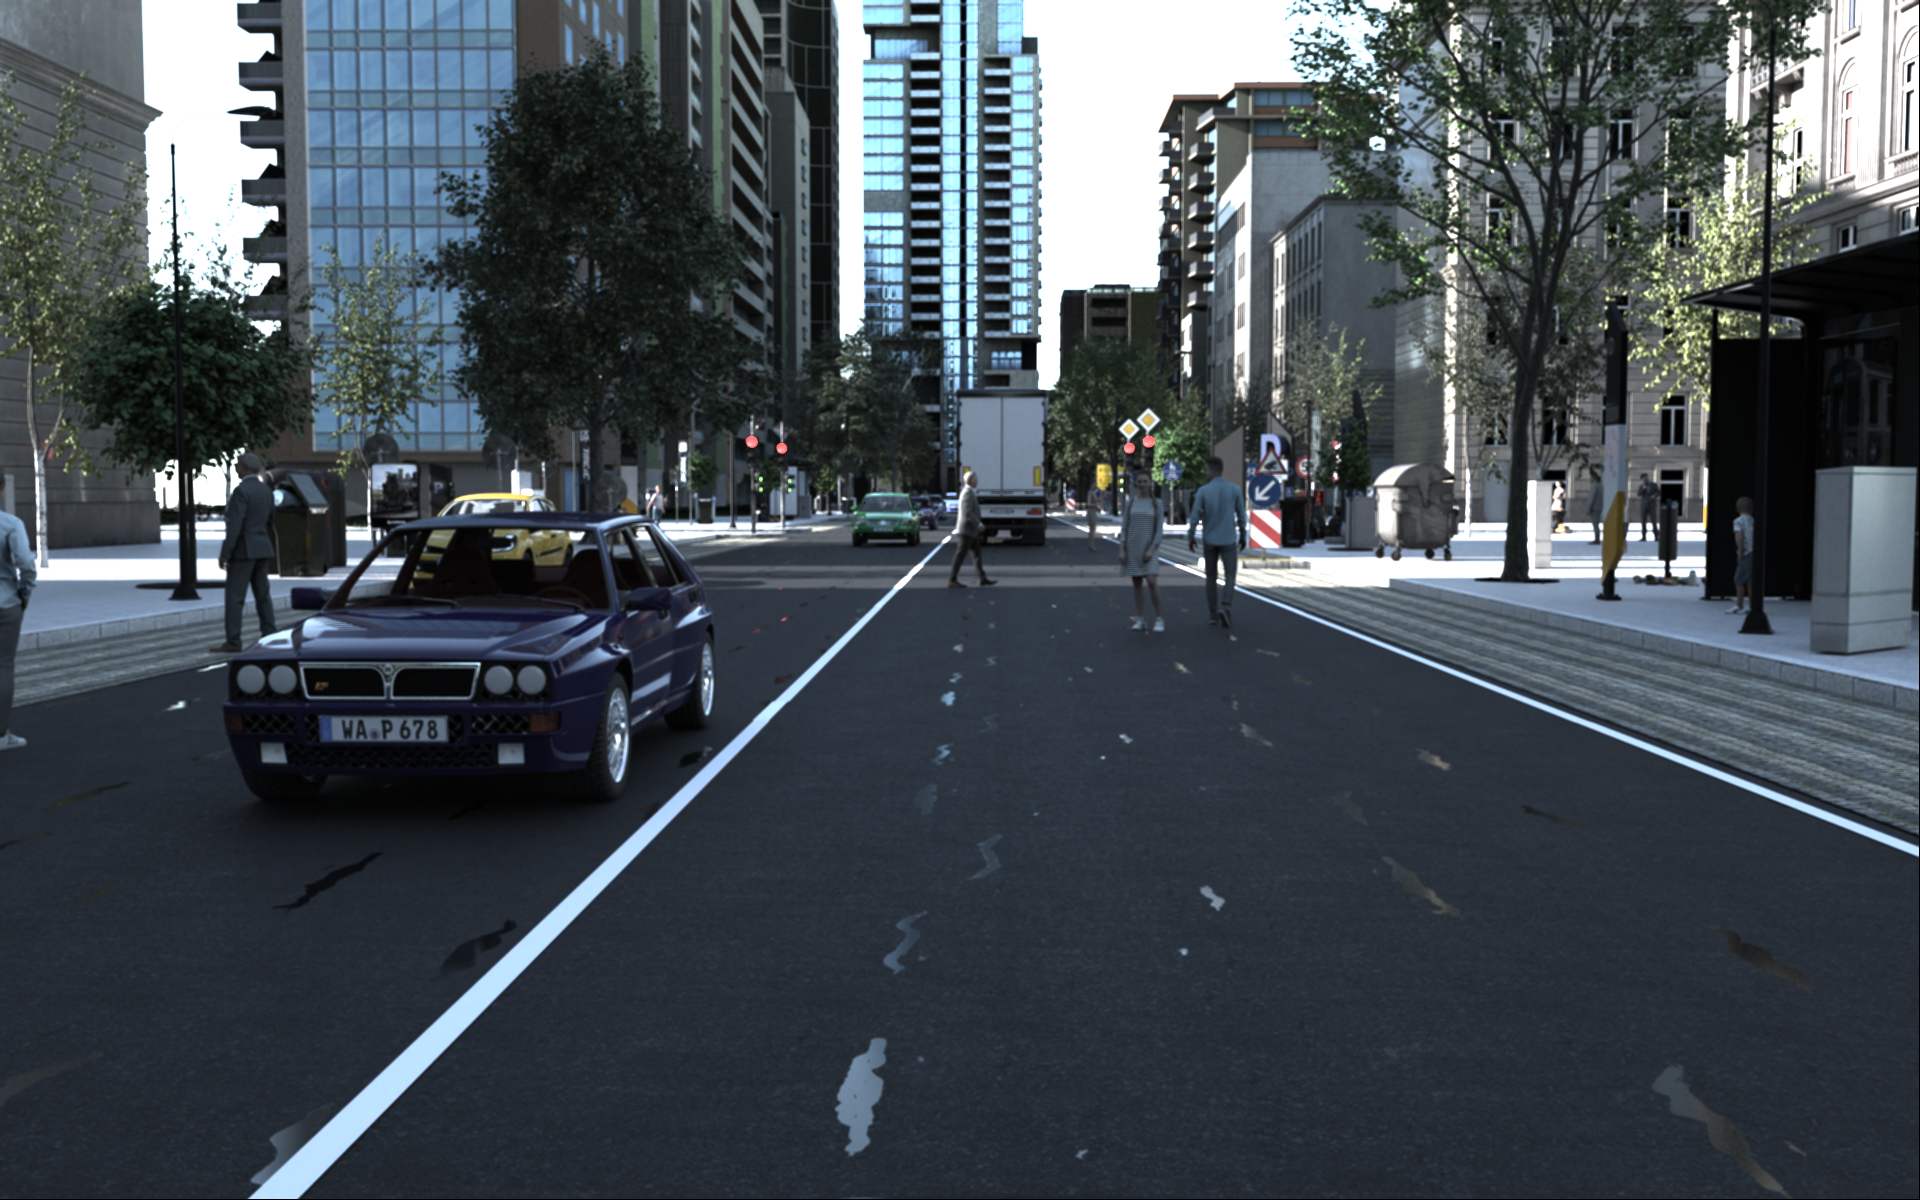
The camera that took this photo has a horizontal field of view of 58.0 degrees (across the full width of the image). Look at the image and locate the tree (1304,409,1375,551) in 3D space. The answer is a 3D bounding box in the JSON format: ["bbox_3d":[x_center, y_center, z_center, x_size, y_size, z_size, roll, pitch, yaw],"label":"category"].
[{"bbox_3d":[8.943,-2.739,39.391,1.663,3.219,1.824,0,3,0],"label":"tree"}]

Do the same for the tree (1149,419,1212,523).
[{"bbox_3d":[9.701,-5.646,76.031,4.285,4.588,4.351,0,3,0],"label":"tree"}]

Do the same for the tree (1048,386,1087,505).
[{"bbox_3d":[12.211,-18.203,204.279,9.857,13.997,8.962,0,3,0],"label":"tree"}]

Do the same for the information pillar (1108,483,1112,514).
[{"bbox_3d":[9.899,-6.663,113.430,0.304,2.012,0.304,3,5,41],"label":"information pillar"}]

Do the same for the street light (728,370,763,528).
[{"bbox_3d":[-8.000,-5.648,64.884,1.470,5.913,1.316,0,4,1],"label":"street light"}]

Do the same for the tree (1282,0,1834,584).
[{"bbox_3d":[8.269,-6.062,24.872,9.928,11.665,9.643,0,3,0],"label":"tree"}]

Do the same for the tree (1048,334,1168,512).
[{"bbox_3d":[10.373,-12.718,124.949,9.611,12.733,9.660,0,3,0],"label":"tree"}]

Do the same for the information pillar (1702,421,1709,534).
[{"bbox_3d":[24.255,-3.942,55.814,0.504,3.616,0.183,0,4,8],"label":"information pillar"}]

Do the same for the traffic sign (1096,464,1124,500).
[{"bbox_3d":[10.296,-7.486,116.274,2.265,3.308,0.079,0,4,4],"label":"traffic sign"}]

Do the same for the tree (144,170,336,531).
[{"bbox_3d":[-16.978,-5.503,40.335,4.360,8.622,3.978,0,3,0],"label":"tree"}]

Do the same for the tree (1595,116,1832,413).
[{"bbox_3d":[14.537,-5.056,33.025,4.737,8.622,4.395,0,3,0],"label":"tree"}]

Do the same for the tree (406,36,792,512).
[{"bbox_3d":[-9.275,-7.768,44.017,9.611,12.733,9.660,0,3,0],"label":"tree"}]

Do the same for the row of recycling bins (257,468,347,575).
[{"bbox_3d":[-11.161,-1.355,29.259,1.069,1.692,3.534,0,4,-8],"label":"row of recycling bins"}]

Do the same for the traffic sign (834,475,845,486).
[{"bbox_3d":[-8.126,-7.132,116.345,0.795,2.593,0.064,0,4,8],"label":"traffic sign"}]

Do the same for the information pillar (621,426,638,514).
[{"bbox_3d":[-9.690,-3.638,50.829,0.504,3.616,0.183,-1,4,-10],"label":"information pillar"}]

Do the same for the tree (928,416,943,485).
[{"bbox_3d":[-6.907,-18.654,211.651,9.857,13.997,8.962,0,3,0],"label":"tree"}]

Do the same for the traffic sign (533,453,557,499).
[{"bbox_3d":[-12.514,-3.188,52.233,0.768,2.556,0.104,0,4,8],"label":"traffic sign"}]

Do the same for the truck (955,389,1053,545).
[{"bbox_3d":[1.391,-3.843,51.750,2.839,4.237,11.283,0,4,3],"label":"truck"}]

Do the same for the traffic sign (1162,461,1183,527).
[{"bbox_3d":[8.170,-4.071,66.662,0.768,2.556,0.104,0,4,4],"label":"traffic sign"}]

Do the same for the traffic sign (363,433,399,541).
[{"bbox_3d":[-12.147,-2.218,36.363,0.768,2.556,0.104,0,4,2],"label":"traffic sign"}]

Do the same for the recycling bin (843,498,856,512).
[{"bbox_3d":[-7.748,-6.659,121.433,0.722,1.027,0.722,-2,4,-30],"label":"recycling bin"}]

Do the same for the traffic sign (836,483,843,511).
[{"bbox_3d":[-9.494,-8.213,134.385,0.768,2.556,0.104,0,4,4],"label":"traffic sign"}]

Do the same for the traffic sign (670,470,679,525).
[{"bbox_3d":[-11.781,-4.280,72.104,0.606,2.300,0.079,0,4,2],"label":"traffic sign"}]

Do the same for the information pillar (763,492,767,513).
[{"bbox_3d":[-11.679,-6.113,104.447,0.304,2.012,0.304,-3,5,-39],"label":"information pillar"}]

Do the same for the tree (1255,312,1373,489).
[{"bbox_3d":[14.330,-7.293,69.604,4.360,8.622,3.978,0,3,0],"label":"tree"}]

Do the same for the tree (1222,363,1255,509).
[{"bbox_3d":[15.853,-8.699,92.590,4.360,8.622,3.978,0,3,0],"label":"tree"}]

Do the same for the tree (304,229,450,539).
[{"bbox_3d":[-16.629,-6.033,49.009,4.737,8.622,4.395,0,3,0],"label":"tree"}]

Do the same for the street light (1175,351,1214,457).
[{"bbox_3d":[7.657,-5.115,56.173,1.470,5.913,1.316,0,4,1],"label":"street light"}]

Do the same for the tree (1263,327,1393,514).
[{"bbox_3d":[16.953,-7.766,77.334,4.737,8.622,4.395,0,3,0],"label":"tree"}]

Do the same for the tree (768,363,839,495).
[{"bbox_3d":[-8.549,-8.938,96.495,4.360,8.622,3.978,0,3,0],"label":"tree"}]

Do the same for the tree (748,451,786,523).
[{"bbox_3d":[-8.522,-5.086,77.761,1.663,3.219,1.824,0,3,0],"label":"tree"}]

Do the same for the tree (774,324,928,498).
[{"bbox_3d":[-8.538,-13.555,128.277,9.857,13.997,8.962,0,3,0],"label":"tree"}]

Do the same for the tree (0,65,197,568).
[{"bbox_3d":[-15.694,-4.864,29.889,4.737,8.622,4.395,0,3,0],"label":"tree"}]

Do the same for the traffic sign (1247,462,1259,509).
[{"bbox_3d":[11.675,-4.241,69.442,0.768,2.556,0.104,0,4,2],"label":"traffic sign"}]

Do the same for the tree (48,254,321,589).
[{"bbox_3d":[-10.748,-2.460,23.943,4.285,4.588,4.351,0,3,0],"label":"tree"}]

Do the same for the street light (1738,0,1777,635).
[{"bbox_3d":[6.807,-2.647,15.818,1.470,5.913,1.316,0,4,1],"label":"street light"}]

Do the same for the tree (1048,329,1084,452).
[{"bbox_3d":[9.518,-11.084,106.986,9.928,11.665,9.643,0,3,0],"label":"tree"}]

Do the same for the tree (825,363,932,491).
[{"bbox_3d":[-7.742,-15.118,157.550,12.009,13.543,11.850,0,3,0],"label":"tree"}]

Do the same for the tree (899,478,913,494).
[{"bbox_3d":[-6.295,-12.657,201.549,1.663,3.219,1.824,0,3,0],"label":"tree"}]

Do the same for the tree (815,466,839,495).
[{"bbox_3d":[-8.815,-7.348,114.737,1.663,3.219,1.824,0,3,0],"label":"tree"}]

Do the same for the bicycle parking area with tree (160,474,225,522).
[{"bbox_3d":[-38.457,-5.812,82.035,9.016,4.147,8.231,0,4,8],"label":"bicycle parking area with tree"}]

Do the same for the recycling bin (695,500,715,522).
[{"bbox_3d":[-11.590,-4.048,78.742,0.722,1.027,0.722,-2,4,-31],"label":"recycling bin"}]

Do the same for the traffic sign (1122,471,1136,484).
[{"bbox_3d":[8.541,-5.333,87.300,0.768,2.556,0.104,1,4,10],"label":"traffic sign"}]

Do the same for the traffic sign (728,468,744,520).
[{"bbox_3d":[-10.928,-5.157,84.427,0.768,2.556,0.104,0,4,6],"label":"traffic sign"}]

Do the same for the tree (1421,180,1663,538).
[{"bbox_3d":[13.882,-5.529,40.761,4.360,8.622,3.978,0,3,0],"label":"tree"}]

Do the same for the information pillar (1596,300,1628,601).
[{"bbox_3d":[7.870,-1.802,20.825,0.183,3.616,0.504,0,4,1],"label":"information pillar"}]

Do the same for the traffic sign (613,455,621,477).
[{"bbox_3d":[-10.764,-3.389,55.512,0.768,2.556,0.104,0,4,8],"label":"traffic sign"}]

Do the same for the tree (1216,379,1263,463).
[{"bbox_3d":[17.853,-9.738,109.577,4.737,8.622,4.395,0,3,0],"label":"tree"}]

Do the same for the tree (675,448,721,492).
[{"bbox_3d":[-18.681,-8.549,123.482,4.285,4.588,4.351,0,3,0],"label":"tree"}]

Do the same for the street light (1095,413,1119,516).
[{"bbox_3d":[8.467,-7.774,99.640,1.470,5.913,1.316,0,4,1],"label":"street light"}]

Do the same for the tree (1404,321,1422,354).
[{"bbox_3d":[15.011,-6.098,50.067,4.360,8.622,3.978,0,3,0],"label":"tree"}]

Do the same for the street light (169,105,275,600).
[{"bbox_3d":[-8.883,-2.956,20.867,1.470,5.913,1.316,0,4,1],"label":"street light"}]

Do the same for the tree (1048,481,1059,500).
[{"bbox_3d":[11.415,-13.434,214.242,1.663,3.219,1.824,0,3,0],"label":"tree"}]

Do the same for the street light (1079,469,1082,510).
[{"bbox_3d":[9.145,-10.183,139.025,1.470,5.913,1.316,0,4,1],"label":"street light"}]

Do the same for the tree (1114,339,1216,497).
[{"bbox_3d":[9.512,-8.136,83.391,4.737,8.622,4.395,0,3,0],"label":"tree"}]

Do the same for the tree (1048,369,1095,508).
[{"bbox_3d":[10.108,-14.578,156.482,7.486,12.596,7.792,0,3,0],"label":"tree"}]

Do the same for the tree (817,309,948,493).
[{"bbox_3d":[-7.921,-19.725,178.400,12.611,20.169,13.585,0,3,0],"label":"tree"}]

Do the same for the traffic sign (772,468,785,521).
[{"bbox_3d":[-8.505,-4.891,79.976,0.884,2.594,0.081,0,4,3],"label":"traffic sign"}]

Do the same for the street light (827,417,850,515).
[{"bbox_3d":[-7.311,-8.057,104.273,1.470,5.913,1.316,0,4,1],"label":"street light"}]
